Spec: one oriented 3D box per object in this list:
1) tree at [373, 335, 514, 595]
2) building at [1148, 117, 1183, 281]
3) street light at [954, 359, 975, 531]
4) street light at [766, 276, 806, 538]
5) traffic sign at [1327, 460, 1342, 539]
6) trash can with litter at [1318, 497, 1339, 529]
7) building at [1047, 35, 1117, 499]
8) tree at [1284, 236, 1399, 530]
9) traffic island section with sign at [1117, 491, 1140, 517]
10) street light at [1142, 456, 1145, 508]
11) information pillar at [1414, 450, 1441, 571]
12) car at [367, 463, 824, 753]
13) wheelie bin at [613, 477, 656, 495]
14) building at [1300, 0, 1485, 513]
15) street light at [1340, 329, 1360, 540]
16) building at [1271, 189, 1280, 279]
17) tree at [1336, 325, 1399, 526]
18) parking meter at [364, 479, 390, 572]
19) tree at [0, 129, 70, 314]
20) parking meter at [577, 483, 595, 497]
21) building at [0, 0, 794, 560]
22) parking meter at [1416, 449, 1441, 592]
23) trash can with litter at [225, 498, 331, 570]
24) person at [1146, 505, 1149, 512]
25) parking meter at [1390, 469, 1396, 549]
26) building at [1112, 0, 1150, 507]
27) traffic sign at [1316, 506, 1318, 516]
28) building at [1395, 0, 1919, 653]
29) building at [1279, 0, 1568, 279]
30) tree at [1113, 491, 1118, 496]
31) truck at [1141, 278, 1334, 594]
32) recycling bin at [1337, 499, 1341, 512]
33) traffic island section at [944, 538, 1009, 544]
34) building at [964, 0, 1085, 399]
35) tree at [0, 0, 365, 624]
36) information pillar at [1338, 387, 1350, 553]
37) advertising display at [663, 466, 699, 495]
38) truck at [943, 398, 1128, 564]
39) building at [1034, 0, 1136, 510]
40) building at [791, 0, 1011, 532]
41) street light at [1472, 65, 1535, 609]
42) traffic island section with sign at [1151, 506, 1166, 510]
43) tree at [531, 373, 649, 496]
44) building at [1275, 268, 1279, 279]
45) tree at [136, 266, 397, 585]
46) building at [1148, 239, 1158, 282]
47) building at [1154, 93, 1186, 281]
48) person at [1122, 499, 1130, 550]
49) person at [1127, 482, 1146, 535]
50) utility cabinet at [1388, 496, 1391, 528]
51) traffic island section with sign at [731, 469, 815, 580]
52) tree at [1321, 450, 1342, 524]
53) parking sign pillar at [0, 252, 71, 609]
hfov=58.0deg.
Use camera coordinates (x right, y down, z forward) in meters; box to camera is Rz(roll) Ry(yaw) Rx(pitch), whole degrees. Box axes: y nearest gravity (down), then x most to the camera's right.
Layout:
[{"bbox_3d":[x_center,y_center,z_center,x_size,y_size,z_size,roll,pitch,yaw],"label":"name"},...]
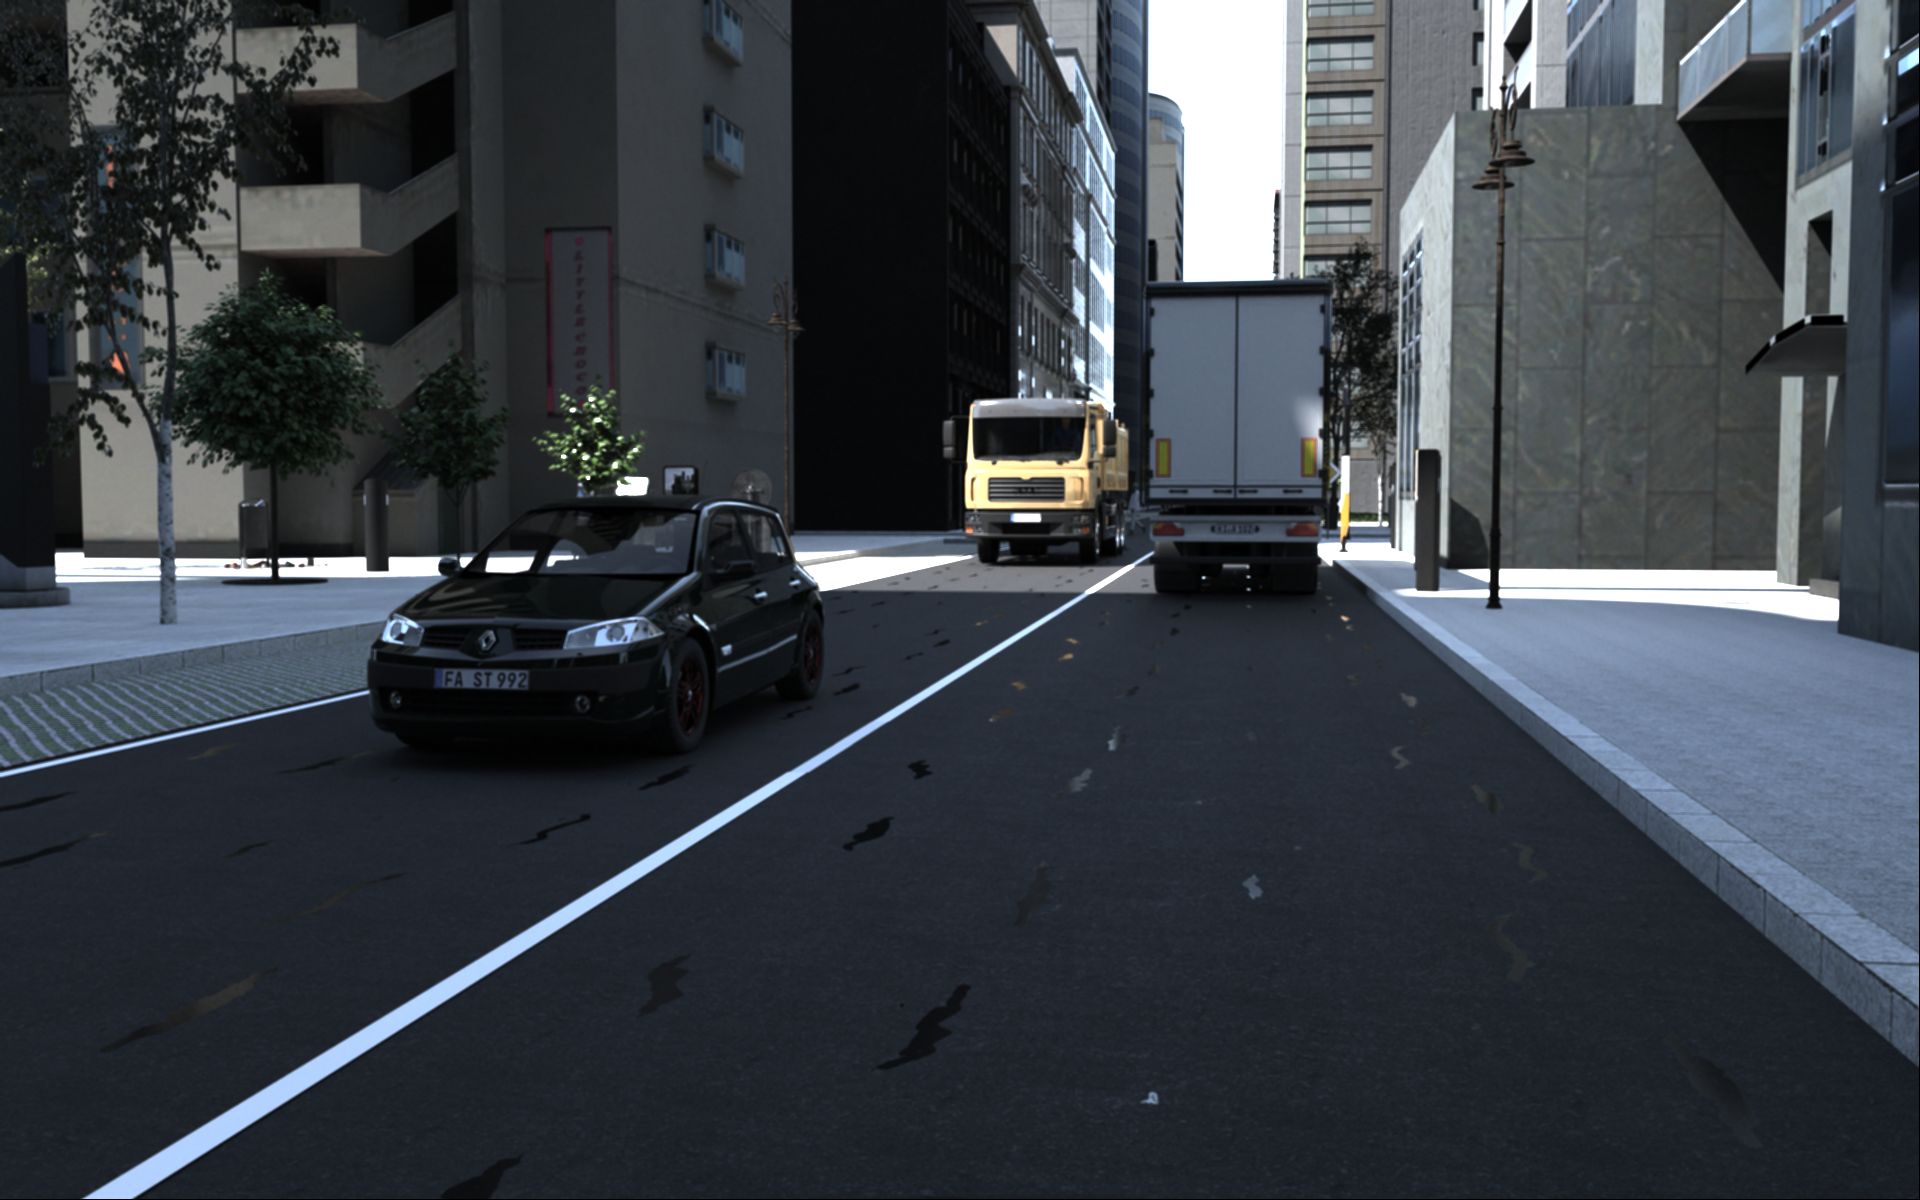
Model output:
[{"bbox_3d":[-6.305,-1.629,21.228,1.663,3.219,1.824,0,3,0],"label":"tree"},{"bbox_3d":[18.000,-36.950,227.834,21.300,48.544,21.600,1,4,9],"label":"building"},{"bbox_3d":[0.160,-5.289,59.258,0.468,5.910,1.993,1,4,9],"label":"street light"},{"bbox_3d":[-3.685,-3.916,36.808,0.468,5.910,1.993,1,4,9],"label":"street light"},{"bbox_3d":[10.468,-2.790,49.265,0.795,2.450,0.064,1,4,9],"label":"traffic sign"},{"bbox_3d":[13.473,-3.179,63.370,0.624,1.170,1.055,0,4,-7],"label":"trash can with litter"},{"bbox_3d":[3.581,-20.586,114.076,11.434,29.767,29.804,1,4,9],"label":"building"},{"bbox_3d":[13.748,-7.809,62.084,7.601,10.594,8.767,0,4,-6],"label":"tree"},{"bbox_3d":[10.187,-6.073,107.929,1.989,1.847,2.006,1,4,9],"label":"traffic island section with sign"},{"bbox_3d":[17.531,-11.758,165.033,0.468,5.910,1.993,1,4,9],"label":"street light"},{"bbox_3d":[7.827,-1.500,29.013,0.304,2.012,0.304,3,5,41],"label":"information pillar"},{"bbox_3d":[-2.096,-0.069,10.915,2.009,1.686,4.222,1,4,10],"label":"car"},{"bbox_3d":[-6.117,-1.505,32.508,0.980,1.594,0.693,1,4,17],"label":"wheelie bin"},{"bbox_3d":[24.303,-24.674,87.019,14.154,41.232,14.086,1,4,9],"label":"building"},{"bbox_3d":[10.954,-4.648,48.781,0.468,5.910,1.993,1,4,9],"label":"street light"},{"bbox_3d":[54.551,-35.894,241.483,22.147,44.769,28.867,1,4,9],"label":"building"},{"bbox_3d":[17.025,-7.296,69.656,4.360,8.622,3.978,0,3,0],"label":"tree"},{"bbox_3d":[-9.618,-1.232,28.561,0.372,1.533,0.369,0,3,0],"label":"parking meter"},{"bbox_3d":[-17.238,-4.771,28.373,4.737,8.622,4.395,0,3,0],"label":"tree"},{"bbox_3d":[-7.081,-1.501,32.947,0.372,1.533,0.369,0,3,0],"label":"parking meter"},{"bbox_3d":[-17.238,-25.672,43.442,21.600,48.544,21.300,1,4,9],"label":"building"},{"bbox_3d":[6.179,-1.047,22.831,0.255,1.863,0.399,1,4,23],"label":"parking meter"},{"bbox_3d":[-11.900,-1.173,30.231,1.678,1.210,2.233,3,4,38],"label":"trash can with litter"},{"bbox_3d":[14.650,-7.754,136.066,0.721,1.735,1.217,0,4,5],"label":"person"},{"bbox_3d":[10.192,-2.116,40.314,0.255,1.863,0.399,0,4,0],"label":"parking meter"},{"bbox_3d":[6.971,-38.302,168.242,21.231,58.520,28.212,1,4,9],"label":"building"},{"bbox_3d":[11.775,-3.272,57.143,0.795,2.450,0.064,1,4,9],"label":"traffic sign"},{"bbox_3d":[18.502,-43.272,20.177,22.319,86.520,31.000,1,4,9],"label":"building"},{"bbox_3d":[31.945,-35.029,114.719,21.231,58.520,28.212,1,4,9],"label":"building"},{"bbox_3d":[11.621,-8.305,130.395,1.663,3.219,1.824,0,3,0],"label":"tree"},{"bbox_3d":[4.528,-2.404,28.226,2.839,4.237,11.283,1,4,9],"label":"truck"},{"bbox_3d":[17.755,-4.188,81.034,0.722,1.027,0.722,0,4,8],"label":"recycling bin"},{"bbox_3d":[0.735,-1.754,50.956,2.009,0.180,2.903,1,4,9],"label":"traffic island section"},{"bbox_3d":[-1.105,-17.730,87.148,12.463,27.353,25.104,1,4,9],"label":"building"},{"bbox_3d":[-8.069,-4.066,16.849,4.360,8.622,3.978,0,3,0],"label":"tree"},{"bbox_3d":[8.402,-2.838,37.761,0.183,3.616,0.504,0,4,3],"label":"information pillar"},{"bbox_3d":[-6.374,-2.102,39.576,0.974,1.923,0.123,2,4,33],"label":"advertising display"},{"bbox_3d":[2.012,-2.568,37.903,3.469,3.379,9.791,1,4,10],"label":"truck"},{"bbox_3d":[4.222,-43.141,143.612,20.563,71.187,20.611,1,4,9],"label":"building"},{"bbox_3d":[-5.203,-14.528,67.217,12.332,23.373,15.834,1,4,9],"label":"building"},{"bbox_3d":[5.999,-2.843,19.279,0.468,5.910,1.993,1,4,9],"label":"street light"},{"bbox_3d":[18.321,-9.072,156.958,1.989,1.847,2.006,1,4,9],"label":"traffic island section with sign"},{"bbox_3d":[-5.707,-2.024,27.690,1.663,3.219,1.824,0,3,0],"label":"tree"},{"bbox_3d":[47.068,-27.471,220.844,14.160,30.474,14.107,1,4,9],"label":"building"},{"bbox_3d":[-9.833,-2.521,24.925,4.285,4.588,4.351,0,3,0],"label":"tree"},{"bbox_3d":[14.233,-25.578,189.908,14.160,30.474,14.107,1,4,9],"label":"building"},{"bbox_3d":[21.536,-43.434,252.143,21.231,58.520,28.212,1,4,9],"label":"building"},{"bbox_3d":[4.157,-1.918,44.134,0.394,1.301,0.425,-1,4,-17],"label":"person"},{"bbox_3d":[6.238,-3.222,61.065,0.818,1.842,0.514,-1,4,-17],"label":"person"},{"bbox_3d":[16.962,-3.391,66.610,1.020,1.237,0.306,-1,4,-22],"label":"utility cabinet"},{"bbox_3d":[-3.311,-1.099,26.589,1.989,1.847,2.006,1,4,9],"label":"traffic island section with sign"},{"bbox_3d":[15.845,-4.870,74.232,1.663,3.219,1.824,0,3,0],"label":"tree"},{"bbox_3d":[-11.059,-1.918,19.837,1.447,3.967,1.447,1,4,21],"label":"parking sign pillar"}]
